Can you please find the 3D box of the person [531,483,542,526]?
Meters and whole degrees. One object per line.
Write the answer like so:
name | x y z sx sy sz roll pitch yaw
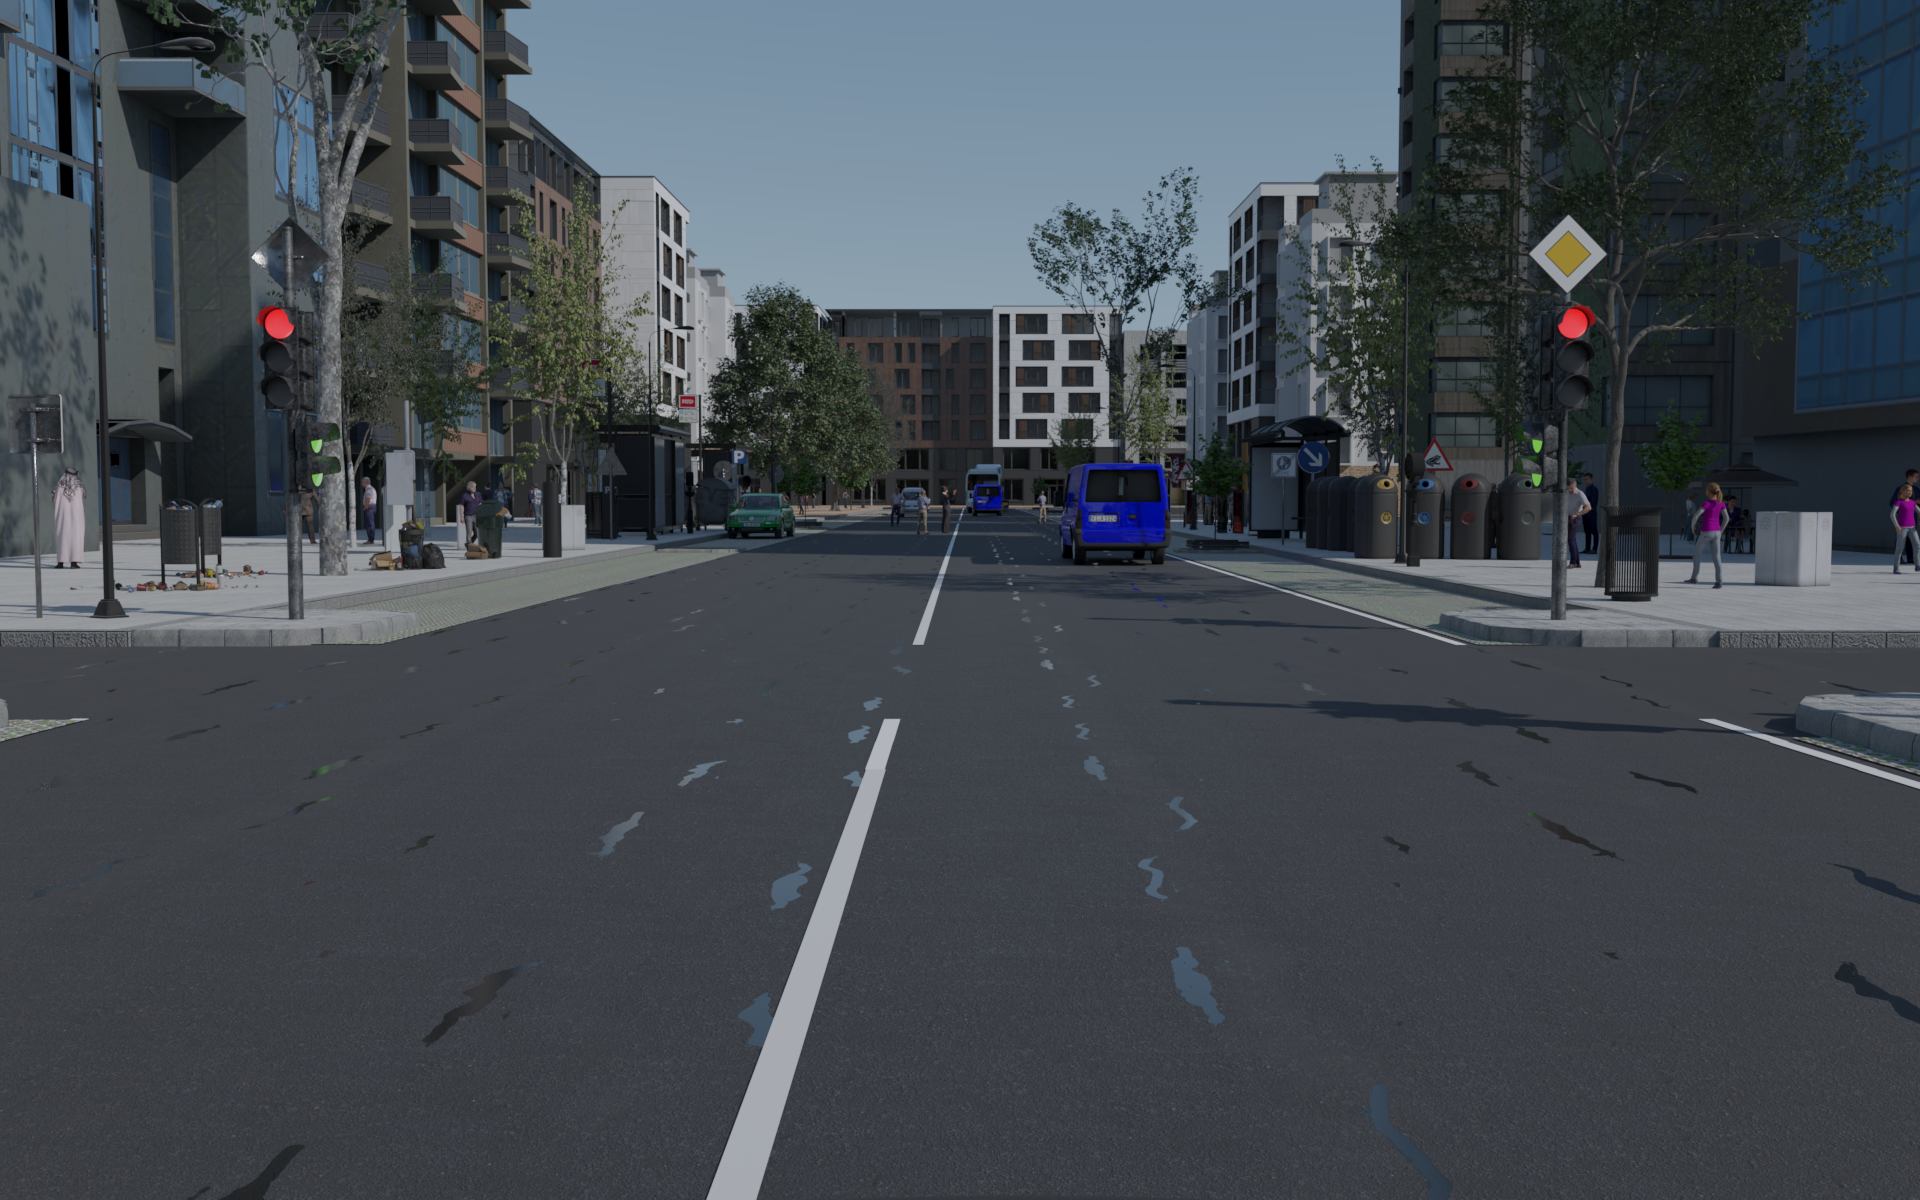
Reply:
person | -16.916 -3.820 69.220 0.376 1.734 0.841 1 4 16

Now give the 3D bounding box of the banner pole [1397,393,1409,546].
banner pole | 10.938 -3.228 42.797 0.401 3.779 0.863 2 4 29

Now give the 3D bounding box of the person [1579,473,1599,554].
person | 13.393 -1.852 37.026 0.504 1.737 0.576 -1 4 -14

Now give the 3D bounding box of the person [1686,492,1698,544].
person | 18.793 -2.108 44.412 0.340 1.345 0.435 1 4 9

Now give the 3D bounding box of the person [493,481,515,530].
person | -16.184 -3.330 61.215 0.841 1.734 0.376 1 4 16

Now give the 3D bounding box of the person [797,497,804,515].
person | -9.870 -6.131 107.198 0.530 1.710 0.541 1 4 11

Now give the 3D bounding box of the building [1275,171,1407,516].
building | 27.992 -15.351 107.414 16.016 20.091 11.380 0 4 0

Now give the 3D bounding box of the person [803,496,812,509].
person | -13.326 -8.647 150.679 0.557 1.426 1.065 3 5 45

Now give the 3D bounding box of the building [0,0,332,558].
building | -30.481 -44.568 41.360 22.319 86.520 31.000 0 4 0

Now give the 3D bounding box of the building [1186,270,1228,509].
building | 28.152 -18.080 152.031 16.016 20.091 11.380 0 4 0

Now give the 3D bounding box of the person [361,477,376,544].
person | -15.190 -2.288 44.392 0.436 1.711 0.756 0 4 1

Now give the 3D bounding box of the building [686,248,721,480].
building | -27.226 -16.815 131.343 16.016 20.091 11.380 0 4 0

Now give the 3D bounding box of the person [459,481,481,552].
person | -10.441 -1.766 37.123 0.569 1.553 0.471 -1 4 -19

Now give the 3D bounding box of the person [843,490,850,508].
person | -10.198 -9.103 155.592 0.721 1.735 1.217 2 4 25

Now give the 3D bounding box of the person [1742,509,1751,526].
person | 23.305 -2.276 51.542 0.655 0.850 0.859 1 4 17

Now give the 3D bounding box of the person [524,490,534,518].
person | -22.940 -5.136 92.716 0.600 1.496 0.574 1 4 20

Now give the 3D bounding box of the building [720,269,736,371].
building | -26.625 -17.543 143.241 16.016 20.091 11.380 0 4 0

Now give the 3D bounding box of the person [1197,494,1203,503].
person | 10.268 -4.066 75.706 0.799 1.438 0.628 -1 4 -20

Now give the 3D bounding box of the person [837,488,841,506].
person | -10.913 -9.037 153.934 0.705 1.807 1.348 2 4 24

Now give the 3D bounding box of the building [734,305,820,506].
building | -31.536 -21.833 200.950 32.646 21.610 27.936 0 4 0

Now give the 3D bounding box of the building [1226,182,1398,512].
building | 33.662 -17.492 129.968 27.936 21.610 32.646 0 4 0

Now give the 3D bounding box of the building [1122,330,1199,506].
building | 33.510 -20.126 195.523 31.486 18.905 16.747 0 4 0

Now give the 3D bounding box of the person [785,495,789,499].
person | -11.644 -6.442 112.085 1.217 1.736 0.721 1 4 12

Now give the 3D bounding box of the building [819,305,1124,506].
building | 1.474 -21.879 201.690 32.646 21.610 27.936 0 4 0

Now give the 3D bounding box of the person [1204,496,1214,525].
person | 10.240 -3.862 71.253 0.319 1.574 0.516 -1 4 -21

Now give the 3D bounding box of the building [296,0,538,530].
building | -30.955 -25.595 73.100 22.147 44.769 28.867 0 4 0

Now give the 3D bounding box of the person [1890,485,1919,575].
person | 15.121 -1.113 27.480 0.726 1.434 0.776 -1 4 -11

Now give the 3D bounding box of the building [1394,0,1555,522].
building | 28.760 -19.189 85.449 14.160 30.474 14.107 0 4 0

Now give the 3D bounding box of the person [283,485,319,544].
person | -16.962 -2.334 44.760 0.990 1.755 0.434 0 4 -6

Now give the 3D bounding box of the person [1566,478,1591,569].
person | 10.574 -1.319 29.821 0.590 1.554 0.614 -2 4 -30

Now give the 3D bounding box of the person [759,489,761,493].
person | -18.467 -9.405 160.370 0.434 1.755 0.990 0 4 1

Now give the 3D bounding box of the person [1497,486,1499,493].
person | 14.255 -2.299 45.090 0.566 1.644 0.517 1 4 14

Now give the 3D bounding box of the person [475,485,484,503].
person | -15.632 -2.922 55.781 0.963 1.587 0.435 -1 4 -17

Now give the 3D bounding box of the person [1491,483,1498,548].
person | 12.639 -2.000 41.008 0.482 1.546 0.388 3 4 37

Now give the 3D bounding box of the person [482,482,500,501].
person | -17.045 -3.430 62.932 0.445 1.727 0.742 2 4 32

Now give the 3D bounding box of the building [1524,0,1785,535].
building | 27.638 -23.042 60.330 14.154 41.232 14.086 0 4 0

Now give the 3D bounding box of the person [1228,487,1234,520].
person | 13.445 -4.842 85.338 0.434 1.807 0.598 -1 4 -21

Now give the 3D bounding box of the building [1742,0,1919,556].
building | 26.497 -23.537 34.944 14.200 45.320 14.600 0 4 0

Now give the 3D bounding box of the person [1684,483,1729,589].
person | 10.100 -0.874 23.566 0.726 1.435 0.776 -1 4 -18

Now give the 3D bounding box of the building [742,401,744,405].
building | -33.364 -12.919 153.370 28.070 9.664 9.099 0 4 0

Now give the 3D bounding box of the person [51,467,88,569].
person | -15.252 -1.406 29.703 0.551 1.740 0.621 -3 5 -43

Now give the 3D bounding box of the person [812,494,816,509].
person | -13.005 -9.051 154.033 0.705 1.822 1.348 -1 4 -15

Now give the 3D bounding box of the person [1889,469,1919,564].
person | 17.392 -1.525 31.687 0.576 1.737 0.504 -2 4 -28

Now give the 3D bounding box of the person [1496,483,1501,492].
person | 21.961 -3.872 70.284 0.436 1.711 0.756 -3 5 -43

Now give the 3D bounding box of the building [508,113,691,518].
building | -33.525 -16.231 109.356 27.936 21.610 32.646 0 4 0

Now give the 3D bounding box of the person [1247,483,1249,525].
person | 12.159 -4.022 72.531 0.841 1.734 0.376 0 4 -3

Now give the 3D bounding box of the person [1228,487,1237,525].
person | 11.290 -3.863 71.260 0.516 1.574 0.319 -1 4 -22

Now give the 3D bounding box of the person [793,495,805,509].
person | -14.265 -8.986 153.784 1.217 1.723 0.721 -2 4 -24
